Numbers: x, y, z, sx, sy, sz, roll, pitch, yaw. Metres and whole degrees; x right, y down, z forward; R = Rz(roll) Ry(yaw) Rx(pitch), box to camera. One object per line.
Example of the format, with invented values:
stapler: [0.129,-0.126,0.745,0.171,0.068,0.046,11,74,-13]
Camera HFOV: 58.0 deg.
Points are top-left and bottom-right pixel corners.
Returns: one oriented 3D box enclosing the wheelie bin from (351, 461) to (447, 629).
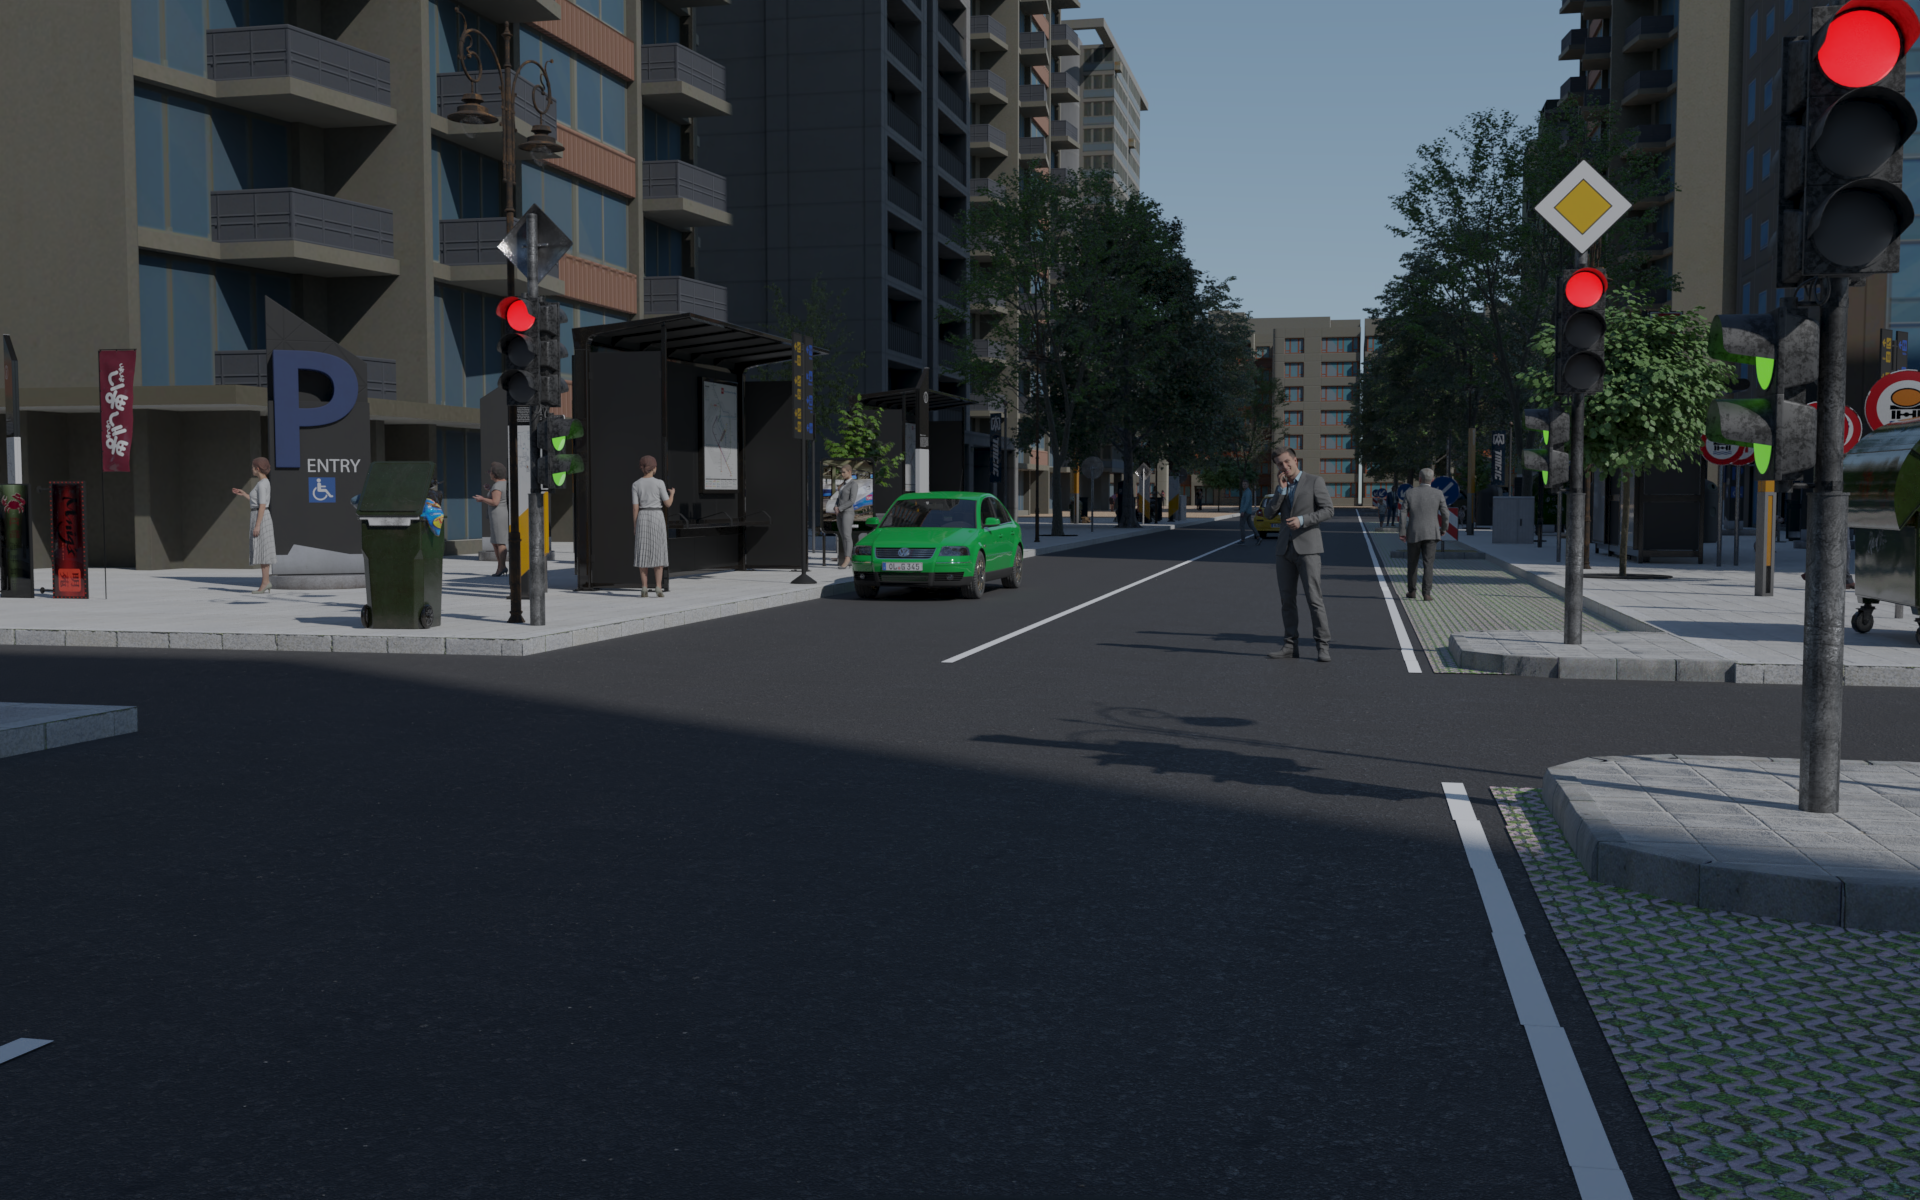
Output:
wheelie bin: [-5.372,-0.535,16.650,0.980,1.594,0.693,0,4,6]

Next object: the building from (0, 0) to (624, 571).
building: [-18.672,-23.723,42.495,22.147,44.769,28.867,1,4,13]

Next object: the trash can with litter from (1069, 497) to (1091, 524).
trash can with litter: [5.259,-3.918,75.446,1.055,1.170,0.624,2,4,30]

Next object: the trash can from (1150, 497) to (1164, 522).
trash can: [9.167,-4.245,81.065,0.748,1.137,0.748,0,3,0]

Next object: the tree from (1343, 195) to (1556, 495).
tree: [21.979,-10.276,74.672,9.857,13.997,8.962,0,3,0]

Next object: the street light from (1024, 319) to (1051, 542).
street light: [2.056,-4.477,45.993,0.468,5.910,1.993,1,4,13]

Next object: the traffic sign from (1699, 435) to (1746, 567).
traffic sign: [13.428,-1.863,30.571,0.768,2.556,0.104,1,4,15]

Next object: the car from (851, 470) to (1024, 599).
car: [-0.253,-1.000,25.151,1.959,1.807,4.718,1,4,13]

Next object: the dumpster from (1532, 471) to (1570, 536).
dumpster: [18.344,-3.139,53.823,1.502,2.255,1.985,1,4,13]

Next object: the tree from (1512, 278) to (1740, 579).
tree: [10.140,-2.620,26.548,4.285,4.588,4.351,0,3,0]

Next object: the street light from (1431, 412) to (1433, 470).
street light: [23.731,-6.997,87.189,0.468,5.910,1.993,1,4,13]

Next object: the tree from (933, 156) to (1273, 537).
tree: [3.047,-7.752,52.493,9.928,11.665,9.643,0,3,0]

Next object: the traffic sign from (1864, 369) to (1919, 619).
traffic sign: [9.684,-1.081,17.787,0.768,2.556,0.104,1,4,20]

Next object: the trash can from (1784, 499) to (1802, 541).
trash can: [22.794,-2.167,47.091,0.748,1.137,0.748,0,3,0]

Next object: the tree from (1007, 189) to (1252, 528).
tree: [6.303,-9.089,65.608,9.611,12.733,9.660,0,3,0]

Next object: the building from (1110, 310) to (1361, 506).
building: [30.310,-21.449,195.727,28.899,21.520,27.650,1,4,13]

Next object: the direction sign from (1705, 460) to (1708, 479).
direction sign: [22.363,-3.664,51.907,0.379,3.537,0.876,2,4,26]

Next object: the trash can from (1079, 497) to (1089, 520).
trash can: [6.026,-4.526,85.658,0.748,1.137,0.748,0,3,0]

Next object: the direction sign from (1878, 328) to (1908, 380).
direction sign: [12.904,-1.959,24.026,0.876,3.537,0.379,-3,5,-41]

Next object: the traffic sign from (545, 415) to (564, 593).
traffic sign: [-5.390,-1.243,22.460,0.606,2.300,0.079,1,4,20]

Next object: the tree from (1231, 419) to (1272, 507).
tree: [27.696,-13.035,163.485,4.360,8.622,3.978,0,3,0]

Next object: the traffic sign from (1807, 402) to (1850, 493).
traffic sign: [11.810,-1.454,23.885,0.768,2.556,0.104,1,4,17]

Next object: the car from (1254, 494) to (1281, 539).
car: [10.599,-2.842,56.685,2.015,1.641,3.980,1,4,14]

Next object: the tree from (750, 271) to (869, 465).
tree: [-5.190,-6.585,58.021,4.737,8.622,4.395,0,3,0]

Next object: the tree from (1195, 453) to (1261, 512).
tree: [18.733,-8.636,124.908,4.285,4.588,4.351,0,3,0]

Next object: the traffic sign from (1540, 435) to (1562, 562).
traffic sign: [11.303,-1.989,32.630,0.768,2.556,0.104,1,4,15]

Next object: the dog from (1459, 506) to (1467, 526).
dog: [19.831,-3.345,69.064,0.513,0.831,0.800,-1,4,-20]

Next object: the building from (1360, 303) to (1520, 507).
building: [58.713,-21.001,188.398,28.899,21.520,27.650,1,4,13]

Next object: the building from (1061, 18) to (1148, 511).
building: [2.609,-27.654,144.029,23.993,40.220,32.217,1,4,13]

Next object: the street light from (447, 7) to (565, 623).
street light: [-4.430,-2.711,17.111,0.468,5.910,1.993,1,4,13]

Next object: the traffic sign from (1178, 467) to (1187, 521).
traffic sign: [10.373,-5.008,81.994,0.768,2.556,0.104,1,4,22]

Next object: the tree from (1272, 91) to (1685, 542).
tree: [15.132,-7.367,46.201,9.928,11.665,9.643,0,3,0]

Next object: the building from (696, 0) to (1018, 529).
building: [-8.363,-38.814,72.867,20.563,71.187,20.611,1,4,13]

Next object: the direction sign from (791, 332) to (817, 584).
direction sign: [-2.238,-2.001,24.717,0.379,3.537,0.876,1,4,13]

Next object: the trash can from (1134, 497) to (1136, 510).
trash can: [8.437,-4.559,86.188,0.748,1.137,0.748,0,3,0]

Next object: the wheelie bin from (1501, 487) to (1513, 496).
wheelie bin: [23.200,-4.041,73.974,0.693,1.594,0.980,-2,4,-29]

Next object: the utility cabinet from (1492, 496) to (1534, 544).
utility cabinet: [14.325,-2.060,44.842,1.020,1.237,0.306,1,4,19]

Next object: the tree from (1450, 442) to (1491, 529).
tree: [18.860,-4.226,63.691,1.663,3.219,1.824,0,3,0]

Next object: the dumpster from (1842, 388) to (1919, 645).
dumpster: [8.626,-0.765,15.008,1.502,2.255,1.985,1,4,13]

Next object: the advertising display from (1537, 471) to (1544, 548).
advertising display: [14.017,-2.239,41.814,0.123,1.923,0.974,1,4,19]

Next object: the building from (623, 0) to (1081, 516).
building: [-4.584,-27.741,108.185,22.147,44.769,28.867,1,4,13]

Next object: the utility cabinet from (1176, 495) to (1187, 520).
utility cabinet: [10.796,-4.488,84.547,0.306,1.237,1.020,1,4,22]

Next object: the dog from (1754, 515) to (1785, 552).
dog: [17.812,-1.463,38.296,0.513,0.831,0.800,0,4,2]

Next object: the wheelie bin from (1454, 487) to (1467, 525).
wheelie bin: [21.129,-3.990,73.142,0.693,1.594,0.980,1,4,16]

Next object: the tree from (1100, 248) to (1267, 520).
tree: [10.852,-11.032,87.035,9.857,13.997,8.962,0,3,0]

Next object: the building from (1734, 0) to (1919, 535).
building: [35.290,-24.942,57.908,14.600,45.320,14.200,1,4,13]

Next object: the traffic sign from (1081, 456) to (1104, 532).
traffic sign: [4.478,-3.579,58.616,0.768,2.556,0.104,1,4,13]

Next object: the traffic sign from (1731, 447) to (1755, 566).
traffic sign: [13.903,-1.887,30.955,0.768,2.556,0.104,1,4,14]

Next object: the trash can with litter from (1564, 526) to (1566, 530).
trash can with litter: [21.716,-3.109,62.215,1.055,1.170,0.624,0,4,8]

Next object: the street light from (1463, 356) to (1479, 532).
street light: [17.126,-5.226,58.233,0.468,5.910,1.993,1,4,13]

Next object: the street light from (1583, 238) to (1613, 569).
street light: [10.721,-3.468,29.492,0.468,5.910,1.993,1,4,13]

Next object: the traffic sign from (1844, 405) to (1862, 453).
traffic sign: [12.090,-1.467,24.098,0.768,2.556,0.104,1,4,21]

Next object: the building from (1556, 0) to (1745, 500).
building: [48.882,-27.630,106.376,22.147,44.769,28.867,1,4,13]

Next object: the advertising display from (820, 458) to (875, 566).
advertising display: [-2.000,-1.567,30.830,0.974,1.923,0.123,-1,4,-14]

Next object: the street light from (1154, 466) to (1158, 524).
street light: [8.482,-6.235,74.729,0.468,5.910,1.993,1,4,13]

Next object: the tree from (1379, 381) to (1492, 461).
tree: [29.761,-10.639,108.359,7.601,10.594,8.767,1,4,18]

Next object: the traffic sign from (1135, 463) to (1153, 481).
traffic sign: [7.635,-4.430,72.166,0.795,2.593,0.064,1,4,21]

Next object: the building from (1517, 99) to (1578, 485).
building: [49.798,-21.828,128.592,14.160,30.474,14.107,1,4,13]

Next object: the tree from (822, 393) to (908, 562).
tree: [-1.827,-2.357,33.141,1.663,3.219,1.824,0,3,0]
